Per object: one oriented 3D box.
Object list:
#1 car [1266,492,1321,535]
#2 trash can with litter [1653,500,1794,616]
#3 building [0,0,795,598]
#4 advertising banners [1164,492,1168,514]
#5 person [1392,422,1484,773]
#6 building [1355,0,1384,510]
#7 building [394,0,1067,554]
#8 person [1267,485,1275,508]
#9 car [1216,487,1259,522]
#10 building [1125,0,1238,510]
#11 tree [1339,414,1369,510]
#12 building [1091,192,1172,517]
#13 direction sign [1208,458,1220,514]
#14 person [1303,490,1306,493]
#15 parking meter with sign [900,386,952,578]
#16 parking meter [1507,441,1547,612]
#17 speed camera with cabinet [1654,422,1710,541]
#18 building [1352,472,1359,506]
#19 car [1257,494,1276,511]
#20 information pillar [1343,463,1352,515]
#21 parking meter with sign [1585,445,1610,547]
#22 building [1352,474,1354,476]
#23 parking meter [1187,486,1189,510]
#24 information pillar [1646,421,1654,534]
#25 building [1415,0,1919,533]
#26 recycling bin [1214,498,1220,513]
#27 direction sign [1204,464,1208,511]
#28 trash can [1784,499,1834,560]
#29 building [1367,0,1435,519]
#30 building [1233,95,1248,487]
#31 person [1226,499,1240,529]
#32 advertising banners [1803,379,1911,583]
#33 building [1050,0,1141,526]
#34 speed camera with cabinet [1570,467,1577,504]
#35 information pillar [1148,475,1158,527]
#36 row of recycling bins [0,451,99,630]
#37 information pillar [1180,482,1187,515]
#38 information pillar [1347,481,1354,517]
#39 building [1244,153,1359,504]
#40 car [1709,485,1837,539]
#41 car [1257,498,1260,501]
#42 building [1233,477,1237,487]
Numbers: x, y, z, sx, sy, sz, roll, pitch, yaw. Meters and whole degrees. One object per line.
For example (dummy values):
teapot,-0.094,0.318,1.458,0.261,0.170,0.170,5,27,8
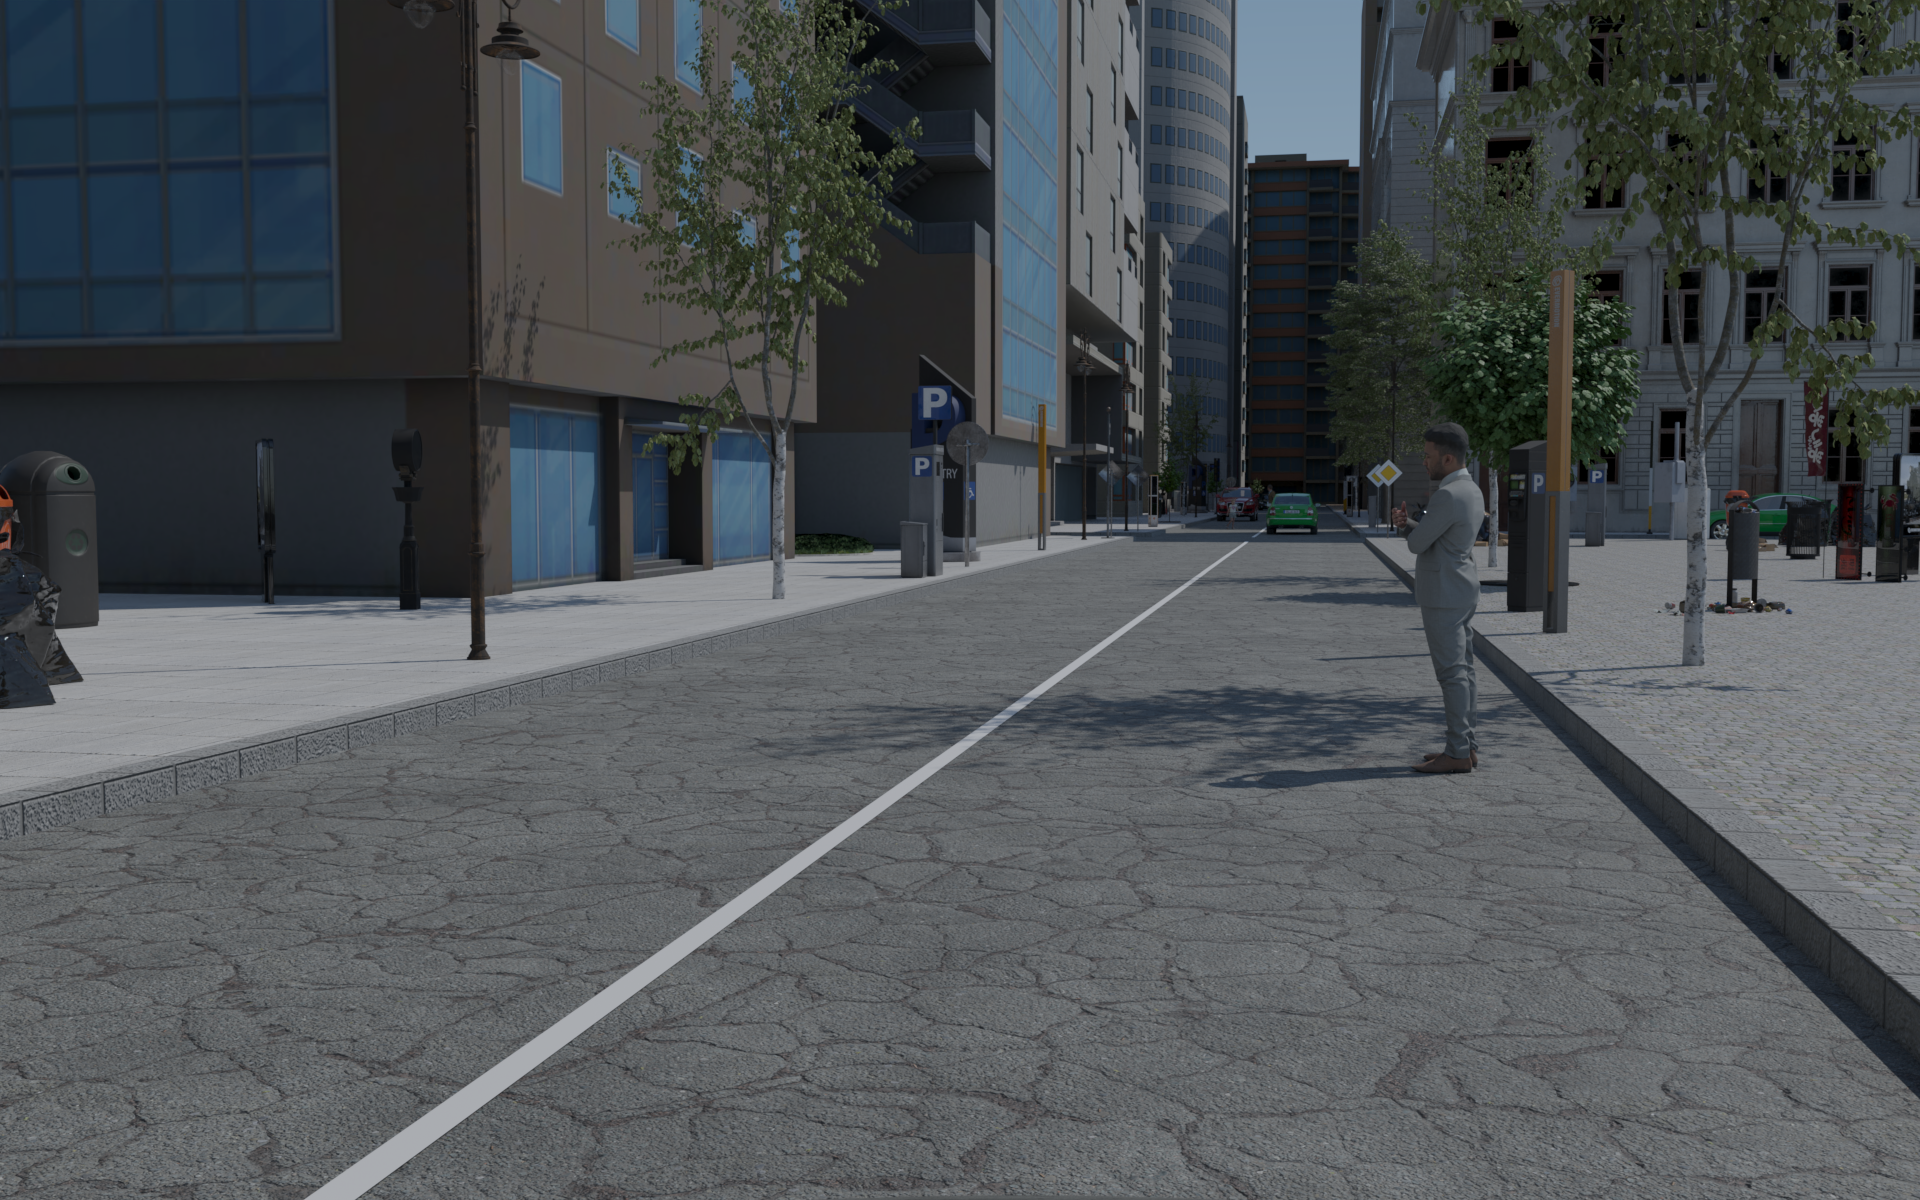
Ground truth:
car,12.035,-3.290,62.584,1.959,1.807,4.718,1,4,12
trash can with litter,8.299,-0.489,19.050,2.233,1.210,1.678,-3,4,-36
building,-11.039,-23.099,27.784,14.600,45.320,14.200,1,4,11
advertising banners,12.994,-6.895,108.919,0.090,3.025,2.074,0,4,-3
person,2.493,-0.023,9.059,0.466,1.800,0.511,1,4,16
building,40.687,-30.296,145.443,14.600,45.320,14.200,1,4,11
building,-5.100,-24.253,46.645,14.200,45.320,14.600,1,4,11
person,13.696,-4.141,76.122,0.836,1.842,0.656,-3,5,-39
car,14.811,-5.114,92.294,2.281,1.827,5.304,1,4,12
building,12.404,-37.089,148.407,21.231,58.520,28.212,1,4,11
tree,31.198,-11.315,135.359,4.360,8.622,3.978,0,3,0
building,-1.382,-16.320,111.867,27.650,21.520,28.899,1,4,11
direction sign,16.192,-7.170,109.230,0.379,3.537,0.876,2,4,31
person,29.855,-8.658,150.190,0.705,1.807,1.348,1,4,13
parking meter with sign,-0.554,-1.889,27.150,0.543,3.016,1.738,1,4,11
parking meter,6.184,-0.806,18.892,0.399,1.863,0.255,-2,4,-35
speed camera with cabinet,20.185,-3.305,48.375,2.038,3.252,0.660,-3,4,-38
building,53.646,-46.026,190.771,20.563,71.187,20.611,1,4,11
car,27.029,-8.662,151.413,2.009,1.686,4.222,1,4,13
information pillar,24.265,-7.165,108.505,0.504,3.616,0.183,1,4,9
parking meter with sign,15.743,-2.850,42.864,0.543,3.016,1.738,1,4,22
building,50.250,-33.426,166.129,23.786,49.044,30.456,1,4,11
parking meter,16.572,-7.411,126.888,0.255,1.863,0.399,2,4,28
information pillar,22.114,-3.919,55.429,0.183,3.616,0.504,1,4,22
building,27.126,-13.743,60.855,21.152,22.565,11.583,1,4,11
recycling bin,17.722,-6.428,117.653,0.722,1.027,0.722,2,4,28
direction sign,18.419,-8.352,128.556,0.876,3.537,0.379,0,4,0
trash can,16.618,-1.374,34.117,0.748,1.137,0.748,0,3,0
building,28.601,-19.436,95.275,11.434,29.767,29.804,1,4,11
building,21.674,-35.116,197.855,21.600,48.544,21.300,1,4,11
person,11.165,-3.503,70.794,0.505,1.210,0.382,-1,4,-16
advertising banners,13.319,-1.813,25.835,0.090,3.025,2.074,-1,4,-16
building,-6.655,-29.717,75.115,28.713,52.752,27.495,1,4,11
speed camera with cabinet,18.835,-3.771,55.995,2.038,3.252,0.660,1,4,11
information pillar,7.517,-3.849,67.416,0.304,2.012,0.304,-1,4,-14
row of recycling bins,-9.774,-0.527,15.726,1.069,1.692,3.534,3,5,43
information pillar,13.948,-6.328,107.953,0.304,2.012,0.304,3,4,38
information pillar,21.689,-5.615,96.302,0.304,2.012,0.304,2,4,24
building,40.981,-34.956,226.149,28.867,44.769,22.147,1,4,11
car,23.842,-2.588,51.106,4.718,1.807,1.959,1,4,13
car,29.318,-9.331,164.358,2.131,1.459,4.920,1,4,12
building,11.714,-29.599,175.818,32.217,40.220,23.993,1,4,11
